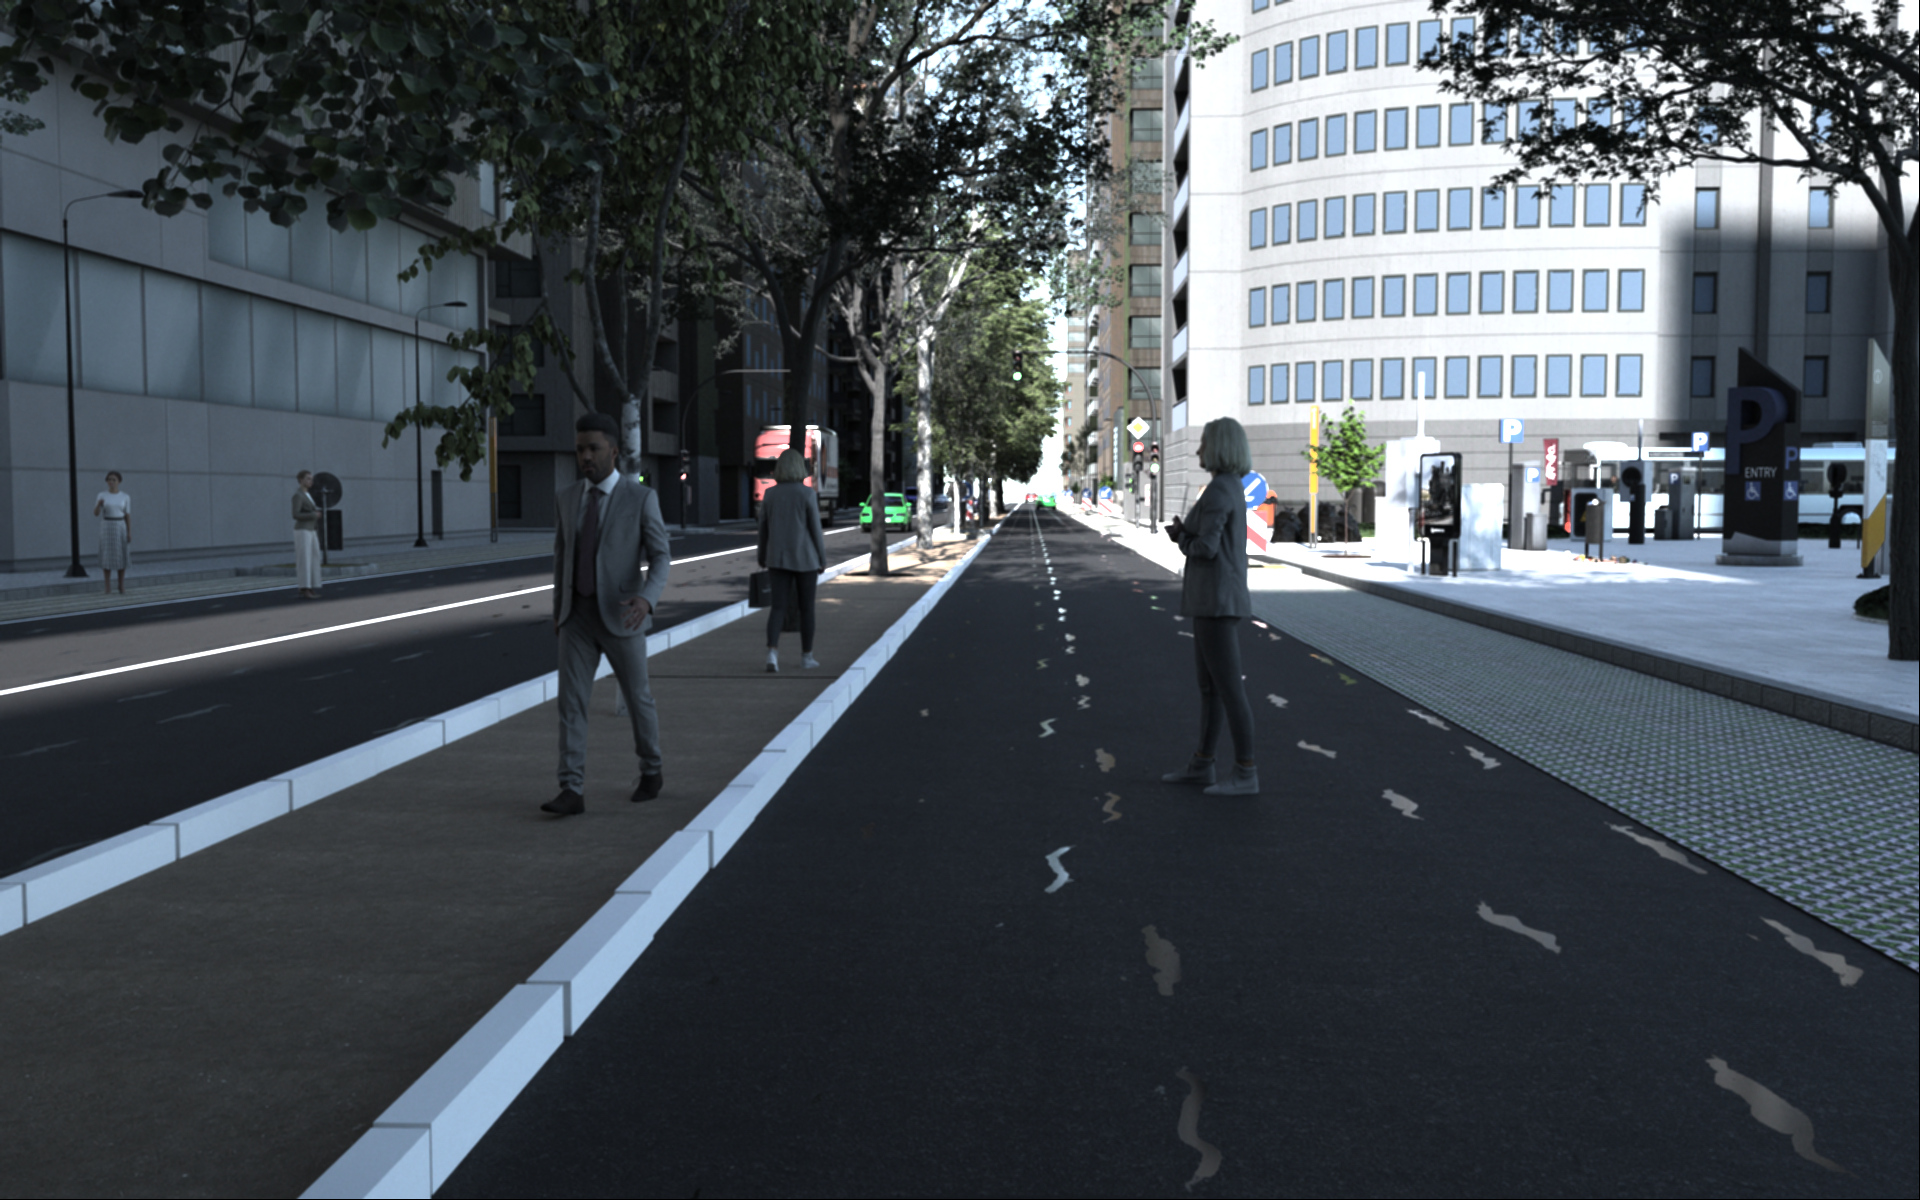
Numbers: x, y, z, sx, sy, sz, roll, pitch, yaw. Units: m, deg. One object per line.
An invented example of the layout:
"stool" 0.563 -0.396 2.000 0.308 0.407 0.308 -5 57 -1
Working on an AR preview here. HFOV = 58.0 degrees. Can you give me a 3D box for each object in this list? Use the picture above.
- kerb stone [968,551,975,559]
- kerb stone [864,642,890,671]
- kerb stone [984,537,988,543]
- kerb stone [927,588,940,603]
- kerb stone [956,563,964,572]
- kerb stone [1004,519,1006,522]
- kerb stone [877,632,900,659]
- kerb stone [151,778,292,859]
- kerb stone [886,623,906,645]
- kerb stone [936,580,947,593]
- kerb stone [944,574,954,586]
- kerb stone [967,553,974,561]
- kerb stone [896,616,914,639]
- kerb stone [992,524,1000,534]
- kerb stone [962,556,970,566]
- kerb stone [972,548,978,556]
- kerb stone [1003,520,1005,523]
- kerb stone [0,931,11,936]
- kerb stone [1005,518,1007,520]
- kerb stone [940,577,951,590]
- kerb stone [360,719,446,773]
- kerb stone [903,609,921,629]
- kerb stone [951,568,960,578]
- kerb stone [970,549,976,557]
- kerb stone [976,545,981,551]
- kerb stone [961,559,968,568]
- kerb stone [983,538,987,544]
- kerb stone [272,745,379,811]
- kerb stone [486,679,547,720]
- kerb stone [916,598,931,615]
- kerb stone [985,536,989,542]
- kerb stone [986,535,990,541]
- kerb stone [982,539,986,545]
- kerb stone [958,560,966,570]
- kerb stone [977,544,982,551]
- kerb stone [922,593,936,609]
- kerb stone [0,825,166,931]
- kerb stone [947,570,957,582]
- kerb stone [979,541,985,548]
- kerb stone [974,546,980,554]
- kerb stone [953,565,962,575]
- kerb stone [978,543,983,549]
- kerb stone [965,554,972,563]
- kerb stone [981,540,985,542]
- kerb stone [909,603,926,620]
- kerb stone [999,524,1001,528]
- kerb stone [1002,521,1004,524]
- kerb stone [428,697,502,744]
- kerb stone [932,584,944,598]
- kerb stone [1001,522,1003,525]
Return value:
"kerb stone" 0.195 -0.897 36.869 0.120 0.150 1.000 0 4 2
"kerb stone" -0.702 0.482 14.310 0.120 0.150 1.000 0 4 2
"kerb stone" 0.645 -1.587 48.137 0.120 0.150 1.000 0 4 2
"kerb stone" -0.374 -0.020 22.525 0.120 0.150 1.000 0 4 2
"kerb stone" -0.050 -0.515 30.725 0.120 0.150 1.000 0 4 2
"kerb stone" 1.969 -3.625 81.459 0.120 0.150 1.000 0 4 2
"kerb stone" -0.654 0.422 15.332 0.120 0.150 1.000 0 4 2
"kerb stone" -3.084 0.915 7.255 0.120 0.150 1.000 0 4 2
"kerb stone" -0.626 0.357 16.361 0.120 0.150 1.000 0 4 2
"kerb stone" -0.300 -0.143 24.573 0.120 0.150 1.000 0 4 2
"kerb stone" -0.210 -0.263 26.619 0.120 0.150 1.000 0 4 2
"kerb stone" 0.154 -0.835 35.845 0.120 0.150 1.000 0 4 2
"kerb stone" -0.578 0.294 17.387 0.120 0.150 1.000 0 4 2
"kerb stone" 1.400 -2.747 67.101 0.120 0.150 1.000 0 4 2
"kerb stone" 0.073 -0.710 33.797 0.120 0.150 1.000 0 4 2
"kerb stone" 0.281 -1.022 38.912 0.120 0.150 1.000 0 4 2
"kerb stone" 1.846 -3.437 78.383 0.120 0.150 1.000 0 4 2
"kerb stone" -3.164 1.039 5.202 0.120 0.150 1.000 0 4 2
"kerb stone" 2.086 -3.811 84.522 0.120 0.150 1.000 0 4 2
"kerb stone" -0.260 -0.208 25.597 0.120 0.150 1.000 0 4 2
"kerb stone" -3.005 0.792 9.302 0.120 0.150 1.000 0 4 2
"kerb stone" -0.538 0.234 18.412 0.120 0.150 1.000 0 4 2
"kerb stone" -0.130 -0.393 28.682 0.120 0.150 1.000 0 4 2
"kerb stone" 0.230 -0.960 37.891 0.120 0.150 1.000 0 4 2
"kerb stone" 0.356 -1.148 40.969 0.120 0.150 1.000 0 4 2
"kerb stone" 0.024 -0.641 32.770 0.120 0.150 1.000 0 4 2
"kerb stone" 0.601 -1.523 47.115 0.120 0.150 1.000 0 4 2
"kerb stone" -3.037 0.851 8.279 0.120 0.150 1.000 0 4 2
"kerb stone" -2.929 0.663 11.362 0.120 0.150 1.000 0 4 2
"kerb stone" -0.459 0.109 20.469 0.120 0.150 1.000 0 4 2
"kerb stone" 0.686 -1.650 49.166 0.120 0.150 1.000 0 4 2
"kerb stone" 0.724 -1.712 50.188 0.120 0.150 1.000 0 4 2
"kerb stone" 0.560 -1.461 46.085 0.120 0.150 1.000 0 4 2
"kerb stone" -0.010 -0.584 31.747 0.120 0.150 1.000 0 4 2
"kerb stone" 0.402 -1.210 41.999 0.120 0.150 1.000 0 4 2
"kerb stone" -0.414 0.043 21.499 0.120 0.150 1.000 0 4 2
"kerb stone" -3.125 0.979 6.225 0.120 0.150 1.000 0 4 2
"kerb stone" -0.169 -0.333 27.652 0.120 0.150 1.000 0 4 2
"kerb stone" 0.493 -1.336 44.041 0.120 0.150 1.000 0 4 2
"kerb stone" 0.318 -1.085 39.943 0.120 0.150 1.000 0 4 2
"kerb stone" -0.091 -0.455 29.703 0.120 0.150 1.000 0 4 2
"kerb stone" 0.444 -1.274 43.020 0.120 0.150 1.000 0 4 2
"kerb stone" 0.116 -0.772 34.818 0.120 0.150 1.000 0 4 2
"kerb stone" 0.523 -1.399 45.063 0.120 0.150 1.000 0 4 2
"kerb stone" -0.505 0.169 19.433 0.120 0.150 1.000 0 4 2
"kerb stone" 1.437 -2.810 68.131 0.120 0.150 1.000 0 4 2
"kerb stone" 1.721 -3.246 75.306 0.120 0.150 1.000 0 4 2
"kerb stone" -2.961 0.726 10.325 0.120 0.150 1.000 0 4 2
"kerb stone" -0.342 -0.079 23.552 0.120 0.150 1.000 0 4 2
"kerb stone" 1.640 -3.123 73.260 0.120 0.150 1.000 0 4 2
